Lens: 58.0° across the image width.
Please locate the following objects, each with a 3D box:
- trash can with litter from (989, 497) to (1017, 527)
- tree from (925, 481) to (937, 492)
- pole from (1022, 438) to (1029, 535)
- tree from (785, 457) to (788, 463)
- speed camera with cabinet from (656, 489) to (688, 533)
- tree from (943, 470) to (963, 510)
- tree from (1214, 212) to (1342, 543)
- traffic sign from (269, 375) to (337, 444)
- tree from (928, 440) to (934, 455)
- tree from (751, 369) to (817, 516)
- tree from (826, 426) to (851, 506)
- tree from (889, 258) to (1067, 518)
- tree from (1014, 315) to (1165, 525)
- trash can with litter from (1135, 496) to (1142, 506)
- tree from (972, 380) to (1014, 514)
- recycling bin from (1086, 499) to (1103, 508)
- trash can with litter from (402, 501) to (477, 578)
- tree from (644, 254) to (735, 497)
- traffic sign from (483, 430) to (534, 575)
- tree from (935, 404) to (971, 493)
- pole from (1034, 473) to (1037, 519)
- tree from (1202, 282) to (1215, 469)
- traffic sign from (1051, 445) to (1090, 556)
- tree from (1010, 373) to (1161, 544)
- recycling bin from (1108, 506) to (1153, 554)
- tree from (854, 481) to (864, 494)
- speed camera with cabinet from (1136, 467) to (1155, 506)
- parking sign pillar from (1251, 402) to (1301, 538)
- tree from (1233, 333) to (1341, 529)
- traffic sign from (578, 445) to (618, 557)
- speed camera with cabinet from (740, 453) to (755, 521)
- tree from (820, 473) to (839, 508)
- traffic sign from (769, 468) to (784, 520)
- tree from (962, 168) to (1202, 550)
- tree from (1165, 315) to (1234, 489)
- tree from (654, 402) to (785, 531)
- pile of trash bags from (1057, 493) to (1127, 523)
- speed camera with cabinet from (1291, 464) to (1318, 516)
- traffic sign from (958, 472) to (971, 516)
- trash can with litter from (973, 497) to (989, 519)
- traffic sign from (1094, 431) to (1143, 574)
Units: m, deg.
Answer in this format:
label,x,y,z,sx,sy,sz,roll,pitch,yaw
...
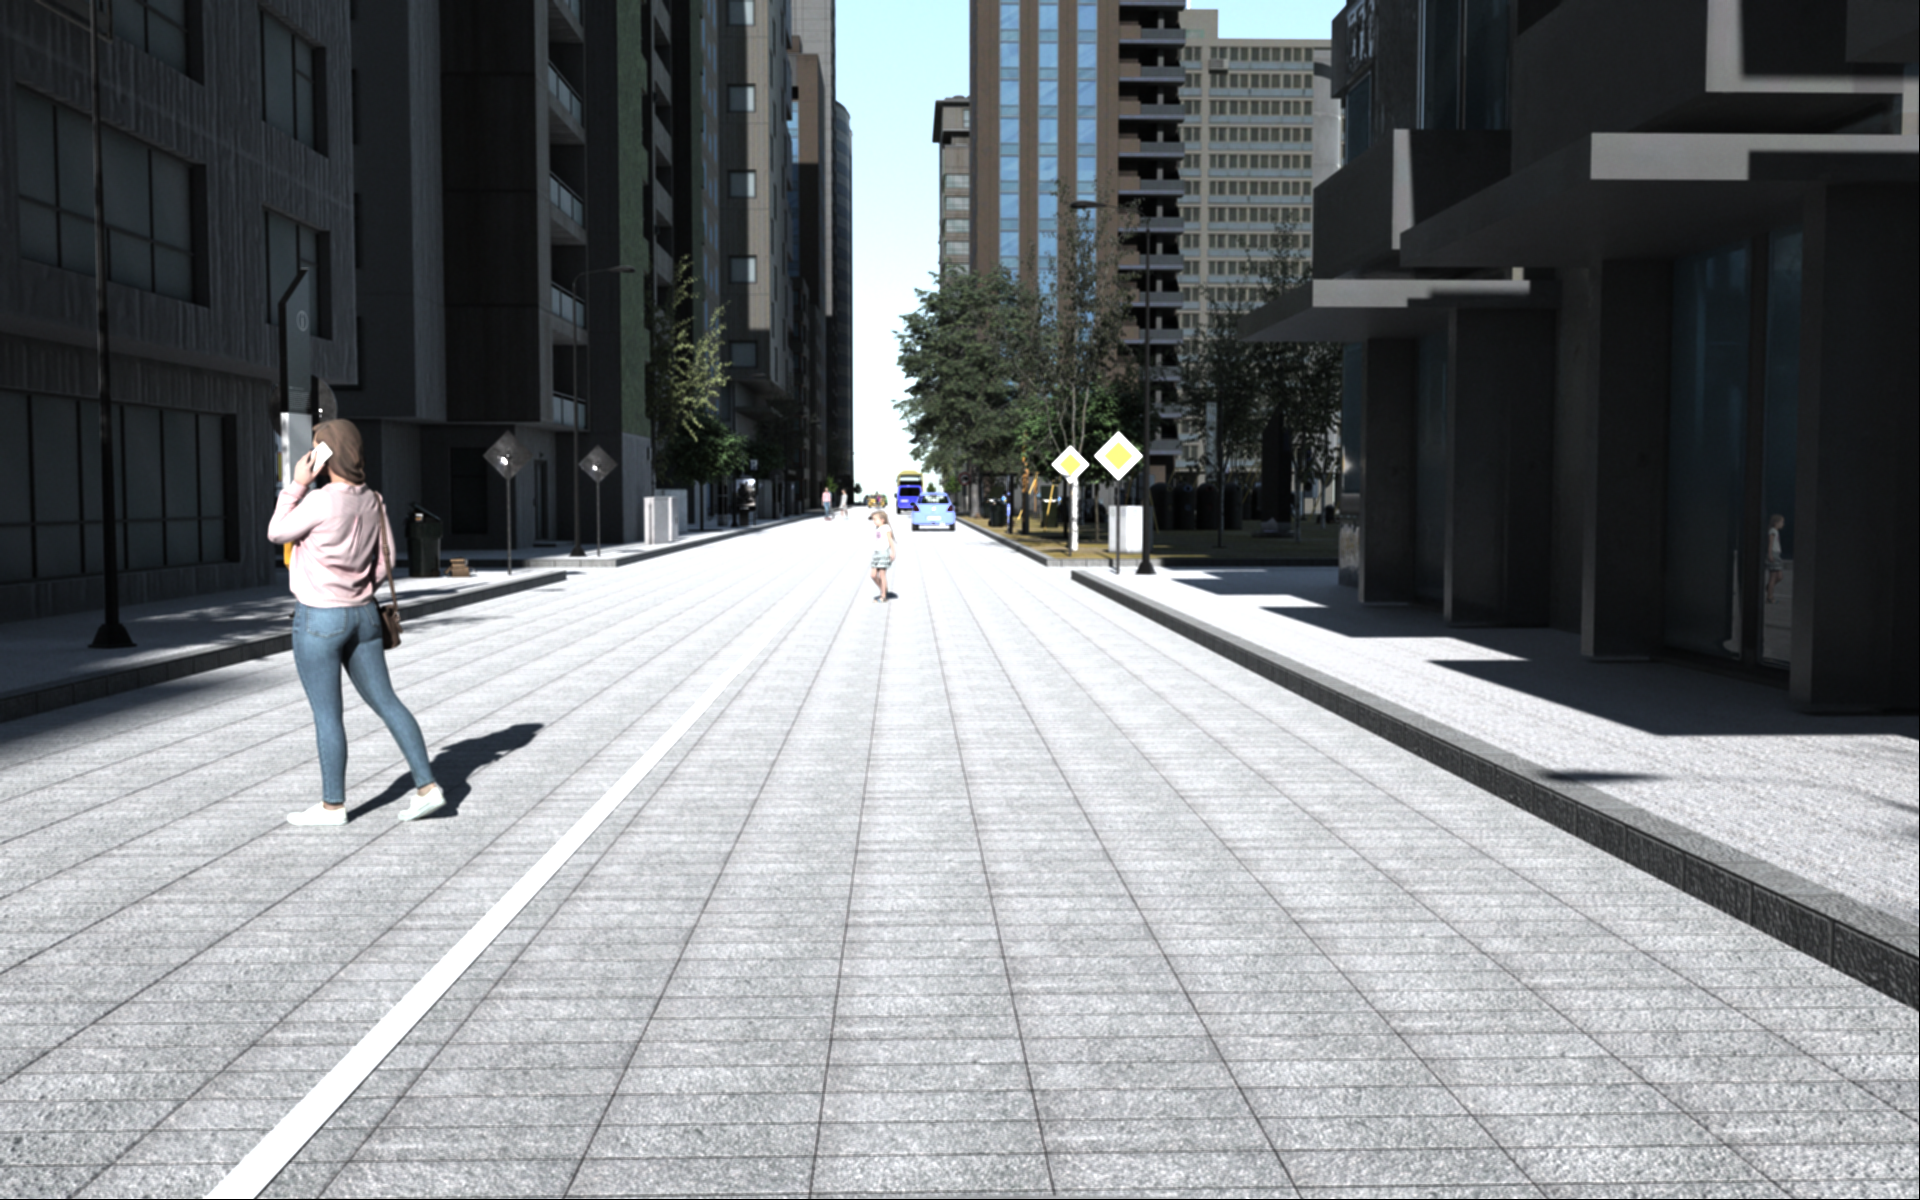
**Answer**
label,x,y,z,sx,sy,sz,roll,pitch,yaw
trash can with litter,1.821,-3.613,70.457,0.624,1.170,1.055,-2,4,-28
tree,-4.569,-16.440,263.397,1.663,3.219,1.824,0,3,0
pole,2.075,-3.725,54.747,0.158,3.312,0.155,0,3,0
tree,-10.677,-6.575,91.208,4.285,4.588,4.351,0,3,0
speed camera with cabinet,-9.862,-3.792,56.333,2.038,3.252,0.660,-3,5,-45
tree,-0.593,-8.914,140.342,1.663,3.219,1.824,0,3,0
tree,8.883,-5.796,45.128,4.360,8.622,3.978,0,3,0
traffic sign,-6.945,-1.113,18.303,0.768,2.556,0.104,0,4,8
tree,-1.704,-15.004,195.672,4.737,8.622,4.395,0,3,0
tree,-10.419,-9.250,101.593,4.360,8.622,3.978,0,3,0
tree,-13.497,-14.447,186.572,4.360,8.622,3.978,0,3,0
tree,0.938,-11.476,94.282,9.857,13.997,8.962,0,3,0
tree,5.206,-7.354,70.607,4.737,8.622,4.395,0,3,0
trash can with litter,9.504,-5.020,93.457,0.624,1.170,1.055,0,4,4
tree,3.800,-9.427,104.495,4.737,8.622,4.395,0,3,0
recycling bin,7.479,-5.116,96.198,0.722,1.027,0.722,2,4,27
trash can with litter,-8.058,-0.943,26.811,1.055,1.170,0.624,-1,4,-23
tree,-9.063,-6.238,52.354,4.737,8.622,4.395,0,3,0
traffic sign,-7.121,-1.449,27.335,0.795,2.450,0.064,0,4,-2
tree,1.610,-9.842,111.273,4.737,8.622,4.395,0,3,0
pole,3.891,-5.822,89.025,0.158,3.312,0.155,0,3,0
tree,8.747,-6.595,58.189,4.360,8.622,3.978,0,3,0
traffic sign,2.264,-1.955,35.603,0.795,2.450,0.064,0,4,-2
tree,3.150,-4.073,50.301,4.285,4.588,4.351,0,3,0
recycling bin,3.715,-1.536,37.675,0.722,1.027,0.722,-2,4,-33
tree,-14.579,-15.506,248.130,1.663,3.219,1.824,0,3,0
speed camera with cabinet,8.862,-5.076,77.325,2.038,3.252,0.660,3,4,37
parking sign pillar,9.363,-3.839,51.245,1.447,3.967,1.447,-1,4,-12
tree,13.298,-6.973,64.371,4.737,8.622,4.395,0,3,0
traffic sign,-7.376,-1.937,35.316,0.795,2.450,0.064,0,4,-2
speed camera with cabinet,-10.149,-5.408,82.751,0.660,3.252,2.038,-1,4,-10
tree,-11.960,-10.102,159.772,1.663,3.219,1.824,0,3,0
traffic sign,-9.092,-5.247,85.888,0.768,2.556,0.104,0,4,4
tree,2.475,-5.445,39.388,4.360,8.622,3.978,0,3,0
tree,11.093,-7.469,72.478,4.737,8.622,4.395,0,3,0
tree,-9.096,-4.687,60.339,4.285,4.588,4.351,0,3,0
pile of trash bags,6.067,-4.203,78.472,3.447,1.369,1.912,-2,4,-26
speed camera with cabinet,20.062,-6.576,101.852,0.660,3.252,2.038,-3,5,-42
traffic sign,0.271,-6.177,101.100,0.768,2.556,0.104,0,4,-1
trash can with litter,1.214,-4.813,90.083,1.055,1.170,0.624,-1,4,-14
traffic sign,2.519,-1.467,27.622,0.795,2.450,0.064,0,4,-2
